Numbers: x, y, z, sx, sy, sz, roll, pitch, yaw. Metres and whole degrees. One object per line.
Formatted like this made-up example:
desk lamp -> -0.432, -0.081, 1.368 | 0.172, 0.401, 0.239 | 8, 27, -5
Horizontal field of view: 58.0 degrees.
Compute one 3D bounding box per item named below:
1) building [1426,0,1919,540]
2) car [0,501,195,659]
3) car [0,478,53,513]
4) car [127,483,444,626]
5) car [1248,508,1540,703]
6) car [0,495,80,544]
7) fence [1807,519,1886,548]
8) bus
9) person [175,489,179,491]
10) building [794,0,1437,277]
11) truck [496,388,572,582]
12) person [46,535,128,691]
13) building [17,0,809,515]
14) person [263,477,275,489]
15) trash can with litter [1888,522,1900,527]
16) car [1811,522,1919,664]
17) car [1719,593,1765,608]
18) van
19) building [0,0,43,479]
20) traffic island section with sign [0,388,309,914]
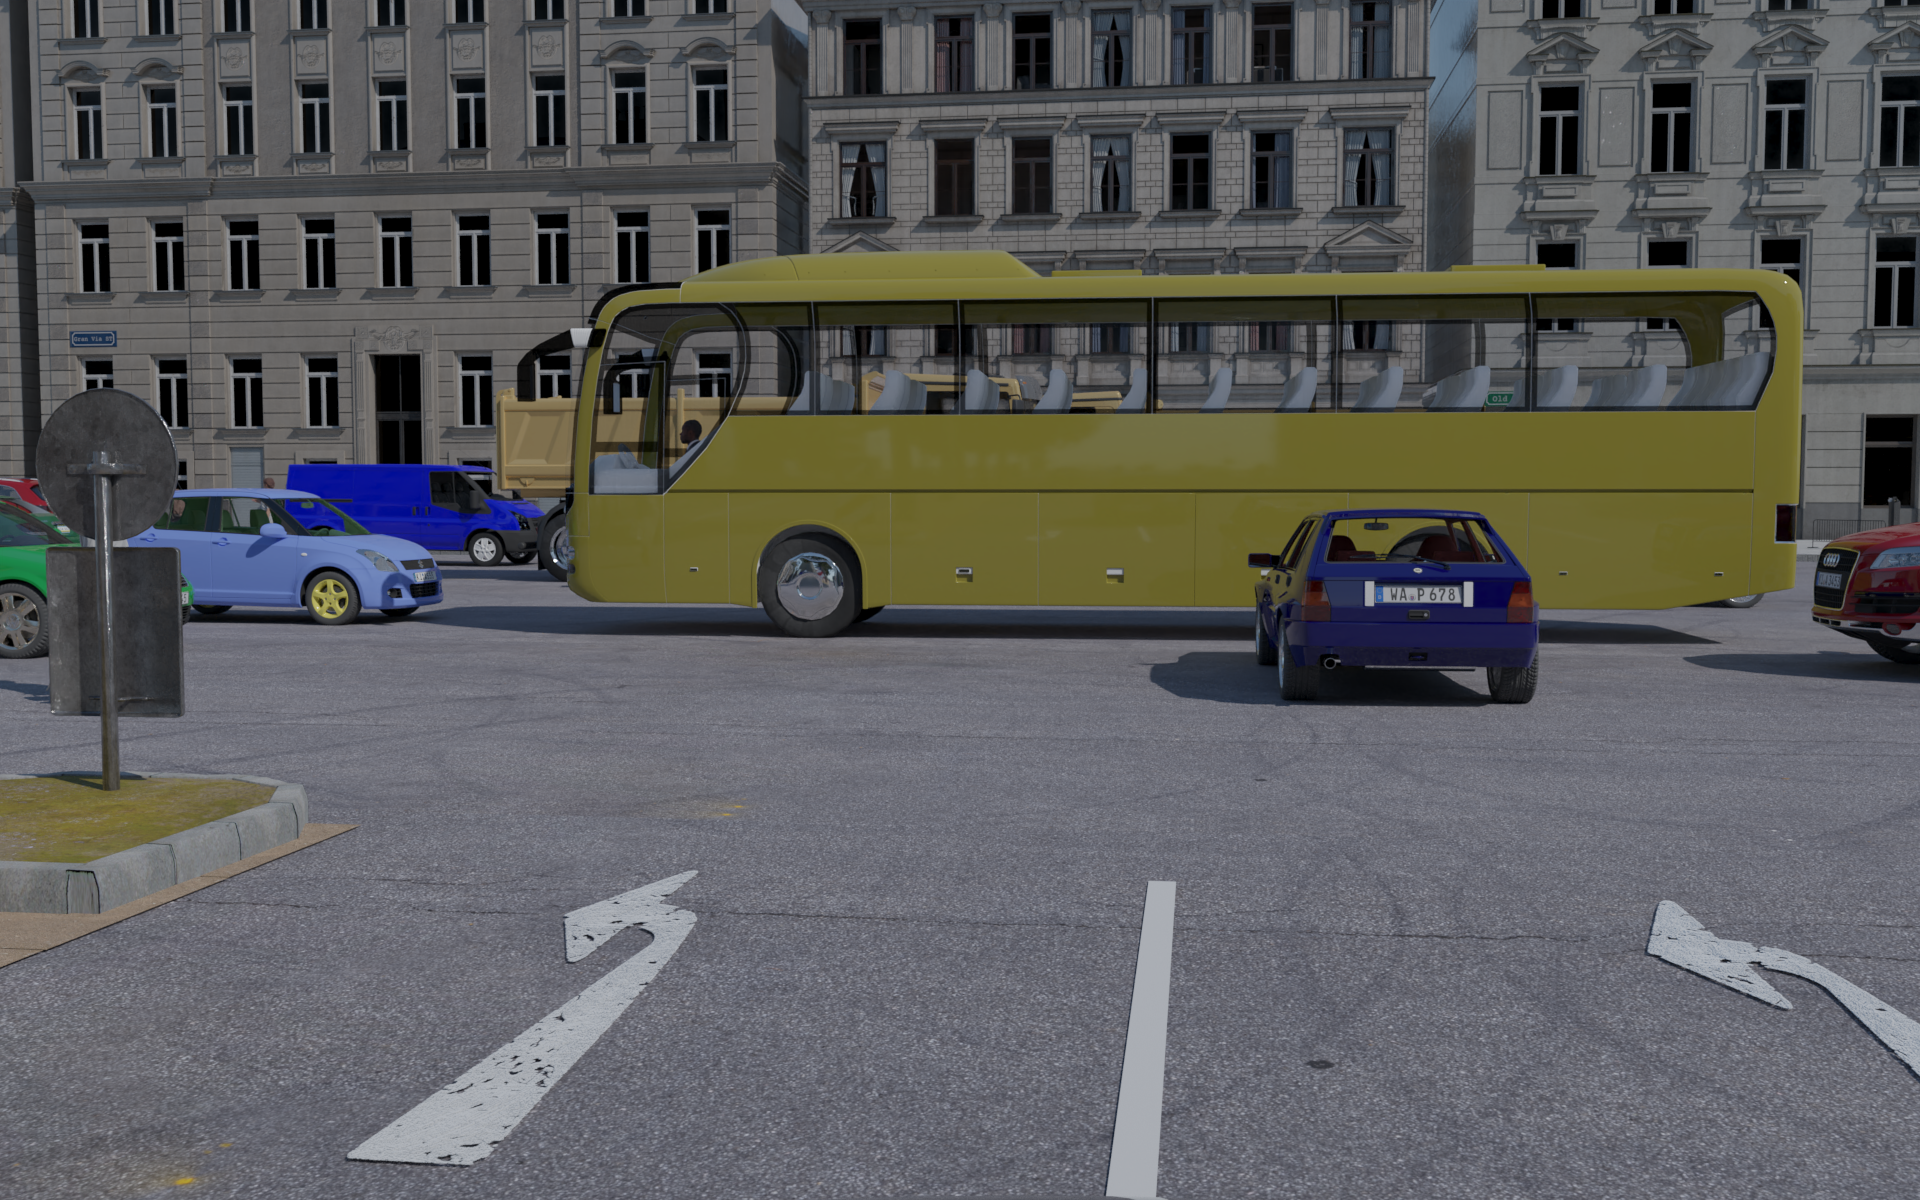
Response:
building -> 36.879, -16.953, 53.599 | 44.131, 29.872, 17.030 | 0, 4, 8
car -> -9.488, -0.438, 15.959 | 4.718, 1.807, 1.959 | 0, 4, 6
car -> -22.999, -1.926, 40.168 | 5.304, 1.827, 2.281 | 0, 4, 7
car -> -7.804, -0.623, 19.777 | 3.694, 1.707, 1.945 | 1, 4, 9
car -> 3.221, -0.043, 13.285 | 1.945, 1.354, 3.894 | 0, 4, 6
car -> -18.362, -1.193, 31.309 | 4.920, 1.459, 2.131 | 0, 4, 7
fence -> 20.625, -1.519, 40.210 | 0.278, 0.683, 2.069 | -1, 4, -22
bus -> 1.856, -1.611, 17.887 | 12.252, 3.916, 2.896 | 0, 4, 6
person -> -15.862, -1.611, 34.802 | 0.622, 1.834, 0.822 | -3, 5, -43
building -> 5.003, -11.638, 54.906 | 19.286, 19.102, 10.561 | 0, 4, 8
truck -> -2.570, -2.012, 28.829 | 9.791, 3.379, 3.469 | 0, 4, 6
person -> -5.962, -0.189, 11.947 | 0.624, 1.780, 0.694 | -1, 4, -21
building -> -16.811, -16.004, 58.925 | 25.104, 27.353, 12.463 | 0, 4, 8
person -> -13.558, -1.511, 33.776 | 0.524, 1.755, 0.480 | -1, 4, -13
trash can with litter -> 22.636, -1.911, 42.298 | 1.678, 1.210, 2.233 | 2, 4, 35
car -> 9.567, -0.298, 13.543 | 5.304, 1.827, 2.281 | 1, 4, 9
car -> 8.620, -0.617, 22.675 | 3.894, 1.354, 1.945 | 1, 4, 8
van -> -10.938, -1.885, 35.197 | 5.245, 2.365, 2.240 | 1, 4, 9
building -> -41.816, -16.265, 63.193 | 25.104, 27.353, 12.463 | 0, 4, 8
traffic island section with sign -> -3.770, 0.075, 6.915 | 2.006, 1.907, 1.989 | 0, 4, 8
